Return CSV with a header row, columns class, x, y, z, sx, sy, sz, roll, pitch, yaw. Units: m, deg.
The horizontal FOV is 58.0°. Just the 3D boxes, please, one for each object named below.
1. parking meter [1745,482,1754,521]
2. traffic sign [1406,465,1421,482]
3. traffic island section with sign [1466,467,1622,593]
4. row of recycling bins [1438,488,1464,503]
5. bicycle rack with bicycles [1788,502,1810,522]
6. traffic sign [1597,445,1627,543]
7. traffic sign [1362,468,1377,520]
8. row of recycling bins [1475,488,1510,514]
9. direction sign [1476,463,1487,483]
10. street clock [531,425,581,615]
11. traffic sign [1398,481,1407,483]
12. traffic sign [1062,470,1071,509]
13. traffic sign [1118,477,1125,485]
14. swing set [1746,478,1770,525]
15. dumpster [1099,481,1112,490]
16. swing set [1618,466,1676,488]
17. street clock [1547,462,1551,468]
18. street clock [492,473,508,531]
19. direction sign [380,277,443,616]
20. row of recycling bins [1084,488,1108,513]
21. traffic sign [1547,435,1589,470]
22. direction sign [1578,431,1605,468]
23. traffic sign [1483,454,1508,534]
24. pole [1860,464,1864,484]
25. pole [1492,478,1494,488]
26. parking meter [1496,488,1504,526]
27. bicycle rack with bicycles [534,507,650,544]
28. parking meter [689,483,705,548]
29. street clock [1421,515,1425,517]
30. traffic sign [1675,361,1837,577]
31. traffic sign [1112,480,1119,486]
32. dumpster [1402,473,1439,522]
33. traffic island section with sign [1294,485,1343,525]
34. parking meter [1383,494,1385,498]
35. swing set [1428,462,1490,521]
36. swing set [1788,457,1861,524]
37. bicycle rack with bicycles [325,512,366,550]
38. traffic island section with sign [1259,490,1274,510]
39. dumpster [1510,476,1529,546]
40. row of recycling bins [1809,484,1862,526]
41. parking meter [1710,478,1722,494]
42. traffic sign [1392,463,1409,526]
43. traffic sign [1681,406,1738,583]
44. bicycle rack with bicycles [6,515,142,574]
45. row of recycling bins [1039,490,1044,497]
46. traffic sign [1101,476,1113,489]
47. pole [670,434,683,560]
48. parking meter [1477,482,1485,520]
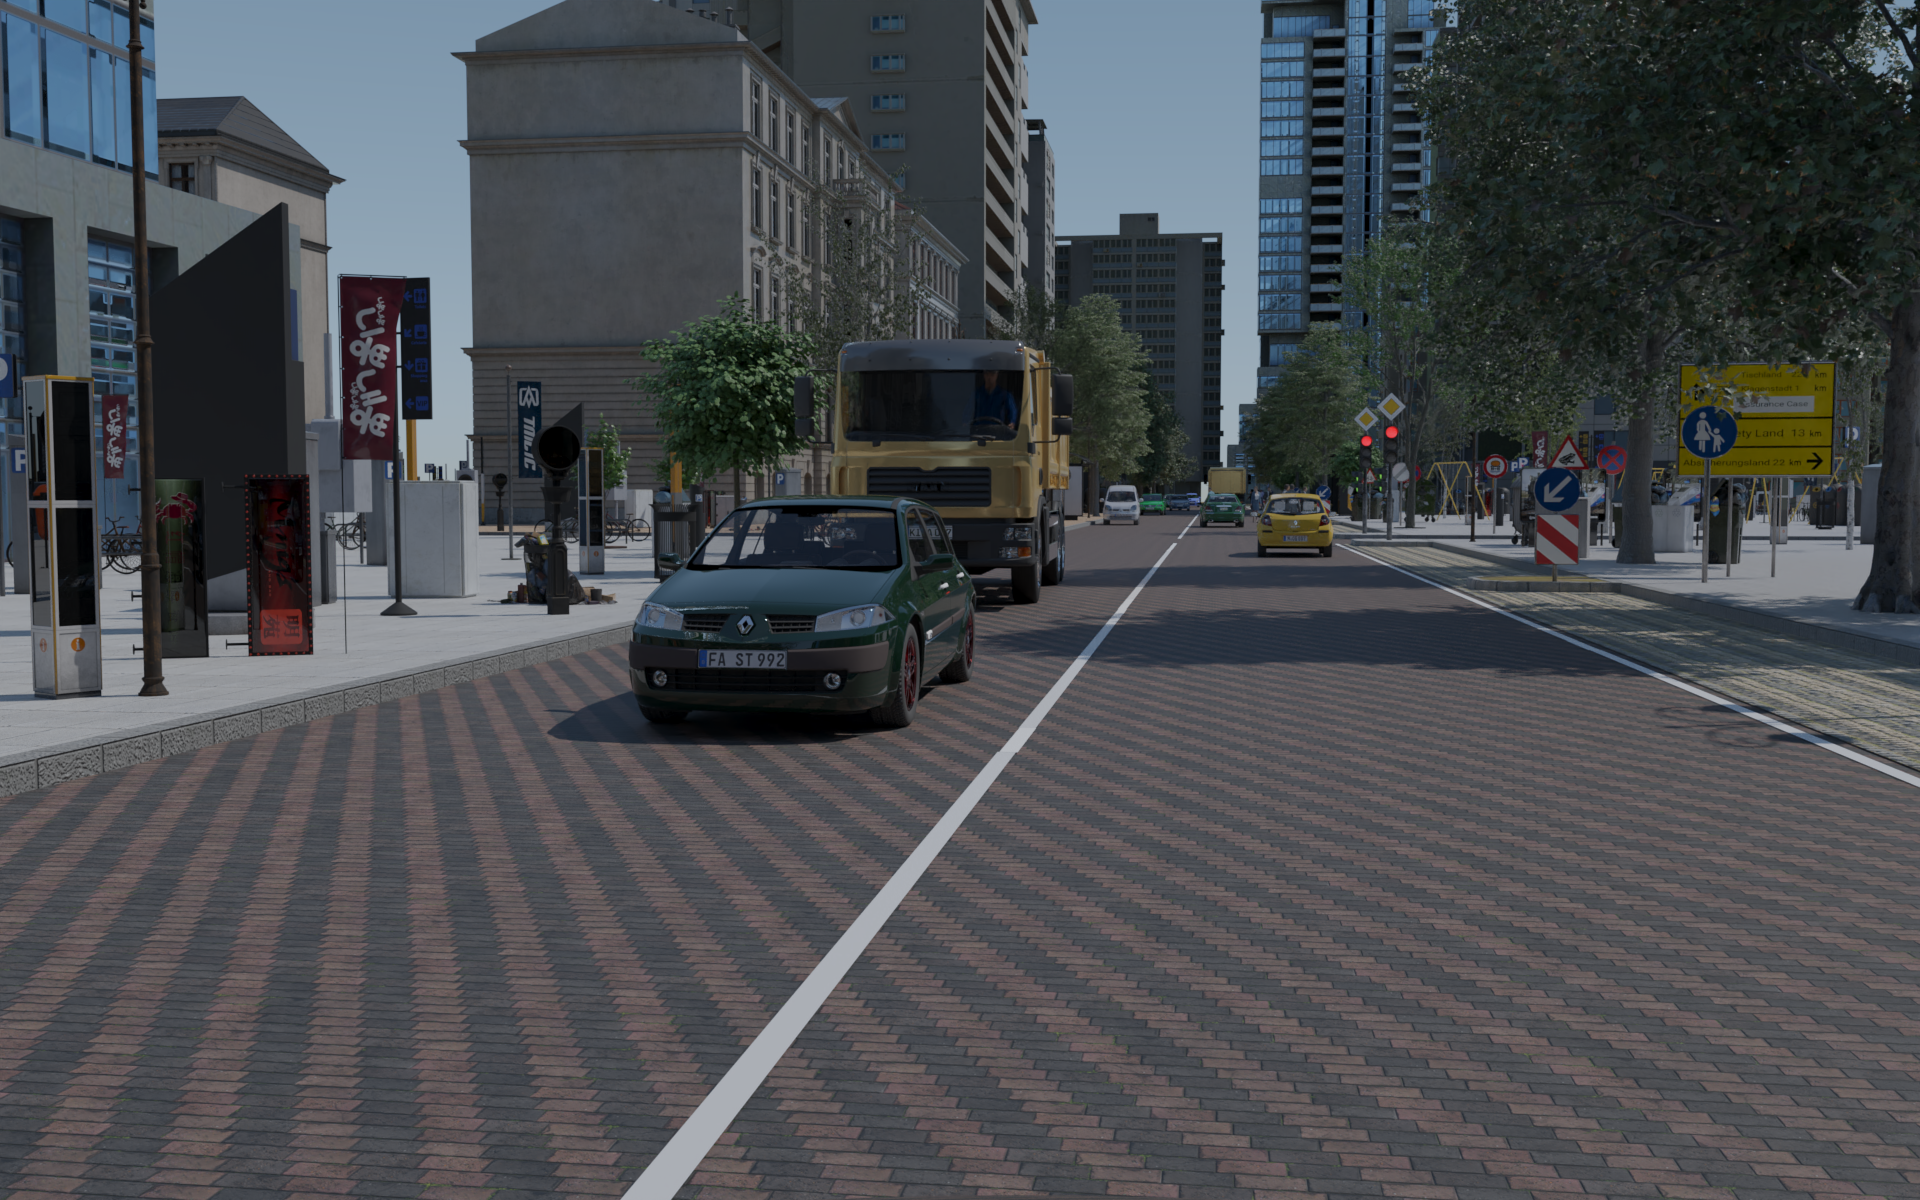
class,x,y,z,sx,sy,sz,roll,pitch,yaw
parking meter,38.008,-4.750,83.372,0.255,1.863,0.399,0,4,1
traffic sign,19.352,-4.532,74.209,0.768,2.556,0.104,1,4,11
traffic island section with sign,8.712,-1.065,26.040,1.989,1.847,2.006,1,4,8
row of recycling bins,35.491,-7.022,121.917,3.534,1.692,1.069,1,4,12
bicycle rack with bicycles,39.967,-4.140,81.064,2.852,0.926,2.925,1,4,22
traffic sign,16.935,-2.747,45.012,0.768,2.556,0.104,1,4,14
traffic sign,20.360,-5.265,86.087,0.884,2.594,0.081,1,4,16
row of recycling bins,34.598,-6.410,111.917,1.069,1.692,3.534,0,4,-4
direction sign,37.620,-8.139,125.068,0.876,3.537,0.379,1,4,17
street clock,-4.283,-0.846,18.407,0.471,2.002,0.358,-2,4,-30
traffic sign,20.728,-5.026,82.184,0.884,2.594,0.081,1,4,13
traffic sign,4.816,-4.949,81.028,0.768,2.556,0.104,1,4,11
traffic sign,12.093,-8.002,130.938,0.768,2.556,0.104,1,4,9
swing set,32.607,-4.645,73.565,3.119,2.851,2.862,0,4,6
dumpster,10.357,-7.403,123.527,1.502,2.255,1.985,1,4,8
swing set,41.548,-6.589,105.349,3.119,2.851,2.862,-1,4,-19
street clock,13.590,-2.145,39.637,0.358,2.002,0.471,3,4,36
street clock,-15.870,-3.377,59.779,0.471,2.002,0.358,-3,4,-38
direction sign,-5.955,-1.607,18.275,0.876,3.537,0.379,1,4,15
row of recycling bins,8.311,-6.684,116.404,3.534,1.692,1.069,-1,4,-11
traffic sign,13.330,-2.325,38.017,0.884,2.594,0.081,1,4,16
direction sign,22.644,-4.293,62.191,0.876,3.537,0.379,2,4,29
traffic sign,17.232,-3.406,55.798,0.768,2.556,0.104,1,4,16
pole,56.551,-7.023,108.674,0.158,3.312,0.155,0,3,0
pole,35.616,-7.446,115.586,0.158,3.312,0.155,0,3,0
parking meter,21.603,-3.731,69.420,0.372,1.533,0.369,0,3,0
bicycle rack with bicycles,-9.723,-1.965,45.504,2.925,0.926,2.852,0,4,-4
parking meter,-6.306,-2.030,41.605,0.372,1.533,0.369,0,3,0
street clock,25.993,-5.663,97.154,0.471,2.002,0.358,2,4,23
traffic sign,12.227,-2.007,26.680,2.265,3.308,0.079,1,4,13
traffic sign,11.133,-7.649,125.063,0.884,2.594,0.081,1,4,10
dumpster,20.968,-4.680,79.005,1.502,2.255,1.985,1,4,8
traffic island section with sign,16.694,-4.385,80.319,1.989,1.847,2.006,1,4,8
parking meter,23.654,-5.516,95.900,0.399,1.863,0.255,-1,4,-22
swing set,24.067,-5.368,85.395,2.862,2.851,3.119,-1,4,-13
swing set,37.493,-4.684,74.198,2.862,2.851,3.119,1,4,10
bicycle rack with bicycles,-13.629,-1.641,40.206,2.925,0.926,2.852,-1,4,-10
traffic island section with sign,28.019,-9.093,157.297,1.989,1.847,2.006,1,4,8
dumpster,14.537,-2.296,43.296,1.264,1.857,1.865,1,4,8
row of recycling bins,35.879,-3.879,70.530,1.069,1.692,3.534,0,4,-5
parking meter,19.492,-2.384,44.682,0.255,1.863,0.399,3,5,44
traffic sign,17.867,-4.285,70.160,0.768,2.556,0.104,1,4,14
traffic sign,10.769,-1.521,24.974,0.768,2.556,0.104,1,4,9
bicycle rack with bicycles,-13.985,-0.907,28.212,2.925,0.926,2.852,-1,4,-10
row of recycling bins,4.163,-5.149,91.307,1.069,1.692,3.534,1,4,22
traffic sign,10.274,-7.418,121.283,0.884,2.594,0.081,1,4,12
pole,-5.292,-2.351,32.282,0.158,3.312,0.155,0,3,0
parking meter,26.246,-4.987,87.250,0.255,1.863,0.399,3,4,37
